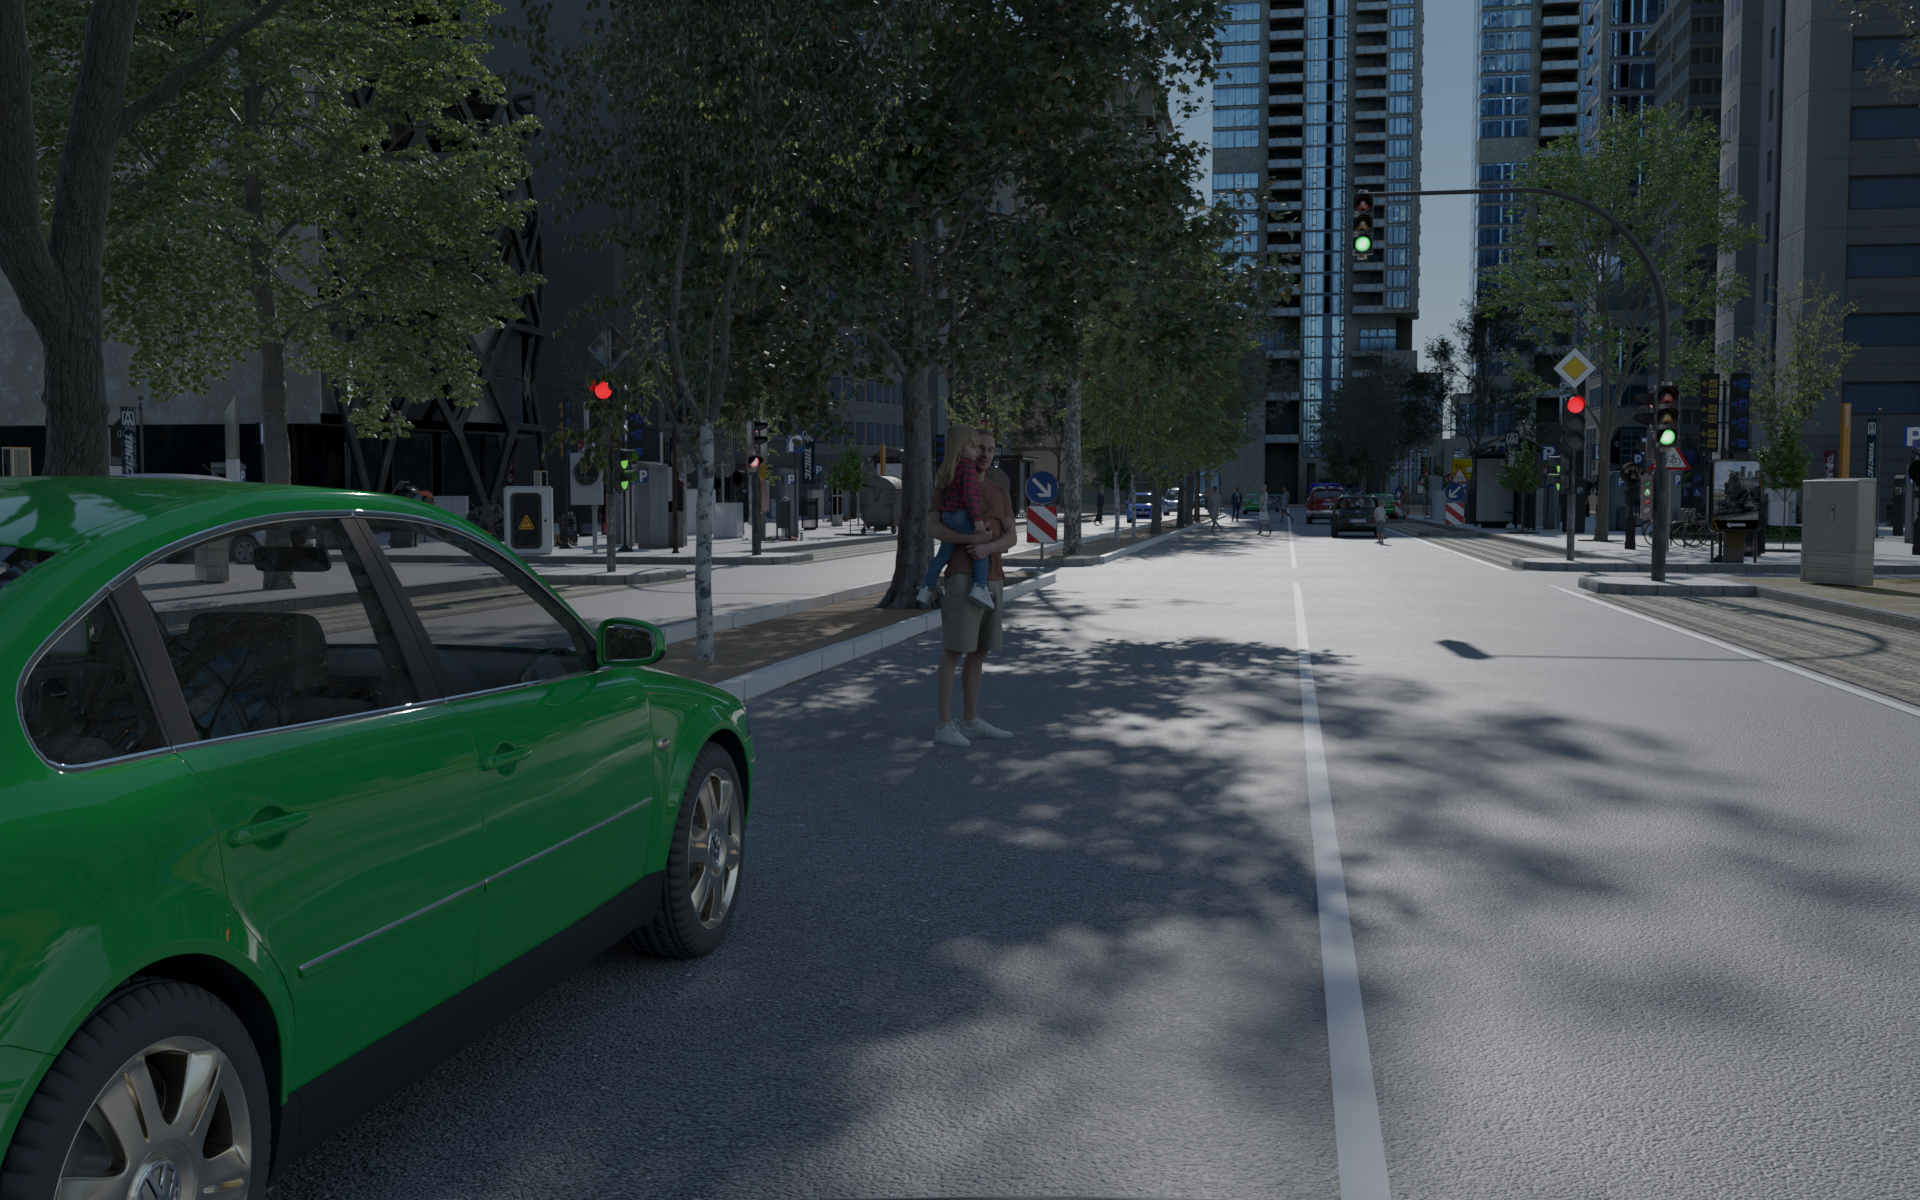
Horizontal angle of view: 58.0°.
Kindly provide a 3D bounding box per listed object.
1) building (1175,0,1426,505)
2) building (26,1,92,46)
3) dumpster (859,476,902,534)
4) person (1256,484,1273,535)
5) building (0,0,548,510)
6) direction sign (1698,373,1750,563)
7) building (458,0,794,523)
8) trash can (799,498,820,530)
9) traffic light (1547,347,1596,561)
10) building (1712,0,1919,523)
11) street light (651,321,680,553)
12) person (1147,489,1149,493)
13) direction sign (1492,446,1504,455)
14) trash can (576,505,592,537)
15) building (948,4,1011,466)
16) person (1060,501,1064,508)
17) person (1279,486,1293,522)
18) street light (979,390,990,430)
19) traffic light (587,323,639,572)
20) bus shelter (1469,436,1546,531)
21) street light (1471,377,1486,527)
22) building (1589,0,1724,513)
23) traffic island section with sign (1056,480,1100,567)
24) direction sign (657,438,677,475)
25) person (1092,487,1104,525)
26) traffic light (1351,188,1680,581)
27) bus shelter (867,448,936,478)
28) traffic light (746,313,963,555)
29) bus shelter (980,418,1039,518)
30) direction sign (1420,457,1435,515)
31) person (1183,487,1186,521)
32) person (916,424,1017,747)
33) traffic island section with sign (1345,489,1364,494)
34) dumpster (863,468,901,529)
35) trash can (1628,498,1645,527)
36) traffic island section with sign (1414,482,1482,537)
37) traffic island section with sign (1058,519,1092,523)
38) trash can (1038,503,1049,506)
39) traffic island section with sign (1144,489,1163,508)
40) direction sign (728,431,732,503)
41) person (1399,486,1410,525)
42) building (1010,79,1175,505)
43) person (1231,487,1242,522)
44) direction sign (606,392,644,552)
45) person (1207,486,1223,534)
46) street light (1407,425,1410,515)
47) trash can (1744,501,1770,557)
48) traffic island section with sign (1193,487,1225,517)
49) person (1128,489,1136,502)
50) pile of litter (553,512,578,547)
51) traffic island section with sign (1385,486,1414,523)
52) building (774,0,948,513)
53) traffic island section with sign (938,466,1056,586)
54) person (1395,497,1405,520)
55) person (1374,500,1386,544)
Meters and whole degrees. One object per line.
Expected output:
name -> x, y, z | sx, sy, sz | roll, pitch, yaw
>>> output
building -> 42.980, -55.034, 212.476 | 31.000, 86.520, 22.319 | 1, 4, 11
building -> -53.775, -16.155, 68.653 | 34.151, 26.468, 19.350 | 1, 4, 11
dumpster -> -2.504, -3.093, 56.335 | 1.264, 1.857, 1.865 | 1, 4, 11
person -> 10.705, -3.177, 60.802 | 0.624, 1.780, 0.694 | 1, 4, 11
building -> -23.991, -11.902, 62.045 | 16.820, 18.784, 16.811 | 1, 4, 11
direction sign -> 14.315, -2.478, 32.510 | 0.876, 3.537, 0.379 | 1, 4, 10
building -> -18.192, -17.996, 87.734 | 14.314, 27.812, 24.014 | 1, 4, 11
trash can -> -5.373, -3.075, 61.937 | 0.748, 1.137, 0.748 | 0, 3, 0
traffic light -> 11.770, -2.717, 33.343 | 0.839, 4.253, 0.868 | 1, 4, 11
building -> 50.203, -33.353, 87.318 | 21.231, 58.520, 28.212 | 1, 4, 11
street light -> -6.156, -3.947, 37.315 | 0.468, 5.910, 1.993 | 1, 4, 11
person -> 14.249, -7.501, 131.135 | 1.348, 1.826, 0.705 | -3, 4, -37
direction sign -> 25.259, -5.473, 81.486 | 0.876, 3.537, 0.379 | -2, 4, -31
trash can -> -11.337, -2.500, 52.533 | 0.748, 1.137, 0.748 | 0, 3, 0
building -> -7.186, -33.131, 165.400 | 21.600, 48.544, 21.300 | 1, 4, 11
person -> 4.281, -3.629, 68.188 | 0.716, 1.782, 0.532 | 0, 4, 8
person -> 16.342, -4.794, 86.975 | 0.778, 1.811, 0.616 | 0, 4, 0
street light -> 1.127, -6.289, 75.611 | 0.468, 5.910, 1.993 | 1, 4, 11
traffic light -> -5.742, -2.420, 28.489 | 0.839, 4.253, 0.868 | 1, 4, 11
bus shelter -> 19.736, -4.209, 62.739 | 2.014, 3.302, 5.546 | 1, 4, 11
street light -> 20.371, -5.834, 68.173 | 0.468, 5.910, 1.993 | 1, 4, 11
building -> 61.862, -26.153, 119.483 | 32.217, 40.220, 23.993 | 1, 4, 11
traffic island section with sign -> 1.747, -1.643, 34.994 | 2.006, 1.907, 1.989 | 1, 4, 11
direction sign -> -11.781, -4.756, 69.759 | 0.876, 3.537, 0.379 | 1, 4, 20
person -> 6.471, -4.387, 80.643 | 0.534, 1.772, 0.576 | 0, 4, -7
traffic light -> 8.219, -3.124, 25.742 | 4.771, 5.953, 1.251 | 1, 4, 11
bus shelter -> -2.581, -5.191, 78.789 | 2.014, 3.302, 5.546 | 1, 4, 11
traffic light -> -2.191, -3.750, 35.984 | 4.771, 5.953, 1.251 | 1, 4, 11
bus shelter -> 2.599, -7.136, 94.302 | 2.179, 5.291, 8.768 | 1, 4, 11
direction sign -> 28.557, -6.961, 105.807 | 0.876, 3.537, 0.379 | 0, 4, 1
person -> 11.463, -4.871, 88.242 | 0.635, 1.810, 0.391 | -1, 4, -19
person -> 0.041, -0.092, 9.977 | 0.573, 1.828, 0.580 | 0, 4, 4
traffic island section with sign -> 30.663, -7.634, 133.450 | 1.989, 1.847, 2.006 | 1, 4, 11
dumpster -> -2.818, -3.816, 64.889 | 1.502, 2.255, 1.985 | 1, 4, 11
trash can -> 26.305, -3.404, 67.315 | 0.748, 1.137, 0.748 | 0, 3, 0
traffic island section with sign -> 16.610, -3.070, 58.829 | 1.989, 1.847, 2.006 | 1, 4, 11
traffic island section with sign -> 5.634, -4.823, 87.480 | 1.989, 1.847, 2.006 | 1, 4, 11
trash can -> 4.614, -5.158, 95.991 | 0.748, 1.137, 0.748 | 0, 3, 0
traffic island section with sign -> 14.867, -7.816, 136.424 | 1.989, 1.847, 2.006 | 1, 4, 11
direction sign -> -8.050, -4.206, 60.757 | 0.379, 3.537, 0.876 | 0, 4, 0
person -> 20.548, -4.377, 80.039 | 0.573, 1.828, 0.580 | -1, 4, -22
building -> 14.832, -38.705, 222.063 | 27.495, 52.752, 28.713 | 1, 4, 11
person -> 14.386, -4.986, 90.202 | 0.721, 1.800, 0.419 | -1, 4, -15
direction sign -> -7.463, -2.843, 38.481 | 0.876, 3.537, 0.379 | -1, 4, -13
person -> 9.267, -3.269, 62.696 | 0.466, 1.731, 0.760 | -3, 5, -45
street light -> 27.579, -8.177, 106.483 | 0.468, 5.910, 1.993 | 1, 4, 11
trash can -> 16.246, -1.467, 35.632 | 0.748, 1.137, 0.748 | 0, 3, 0
traffic island section with sign -> 15.649, -6.159, 108.840 | 2.006, 1.907, 1.989 | 1, 4, 11
person -> 10.291, -5.766, 102.871 | 0.635, 1.810, 0.391 | -2, 4, -33
pile of litter -> -10.007, -1.776, 43.003 | 1.176, 0.858, 1.719 | 0, 4, 4
traffic island section with sign -> 21.651, -4.710, 85.637 | 1.989, 1.847, 2.006 | 1, 4, 11
building -> -13.887, -35.841, 127.999 | 21.231, 58.520, 28.212 | 1, 4, 11
traffic island section with sign -> 0.366, -1.198, 27.716 | 2.006, 1.907, 1.989 | 1, 4, 11
person -> 22.206, -4.823, 87.130 | 0.659, 1.850, 0.755 | -1, 4, -18
person -> 12.127, -2.254, 50.036 | 0.332, 1.250, 0.352 | 2, 4, 26
